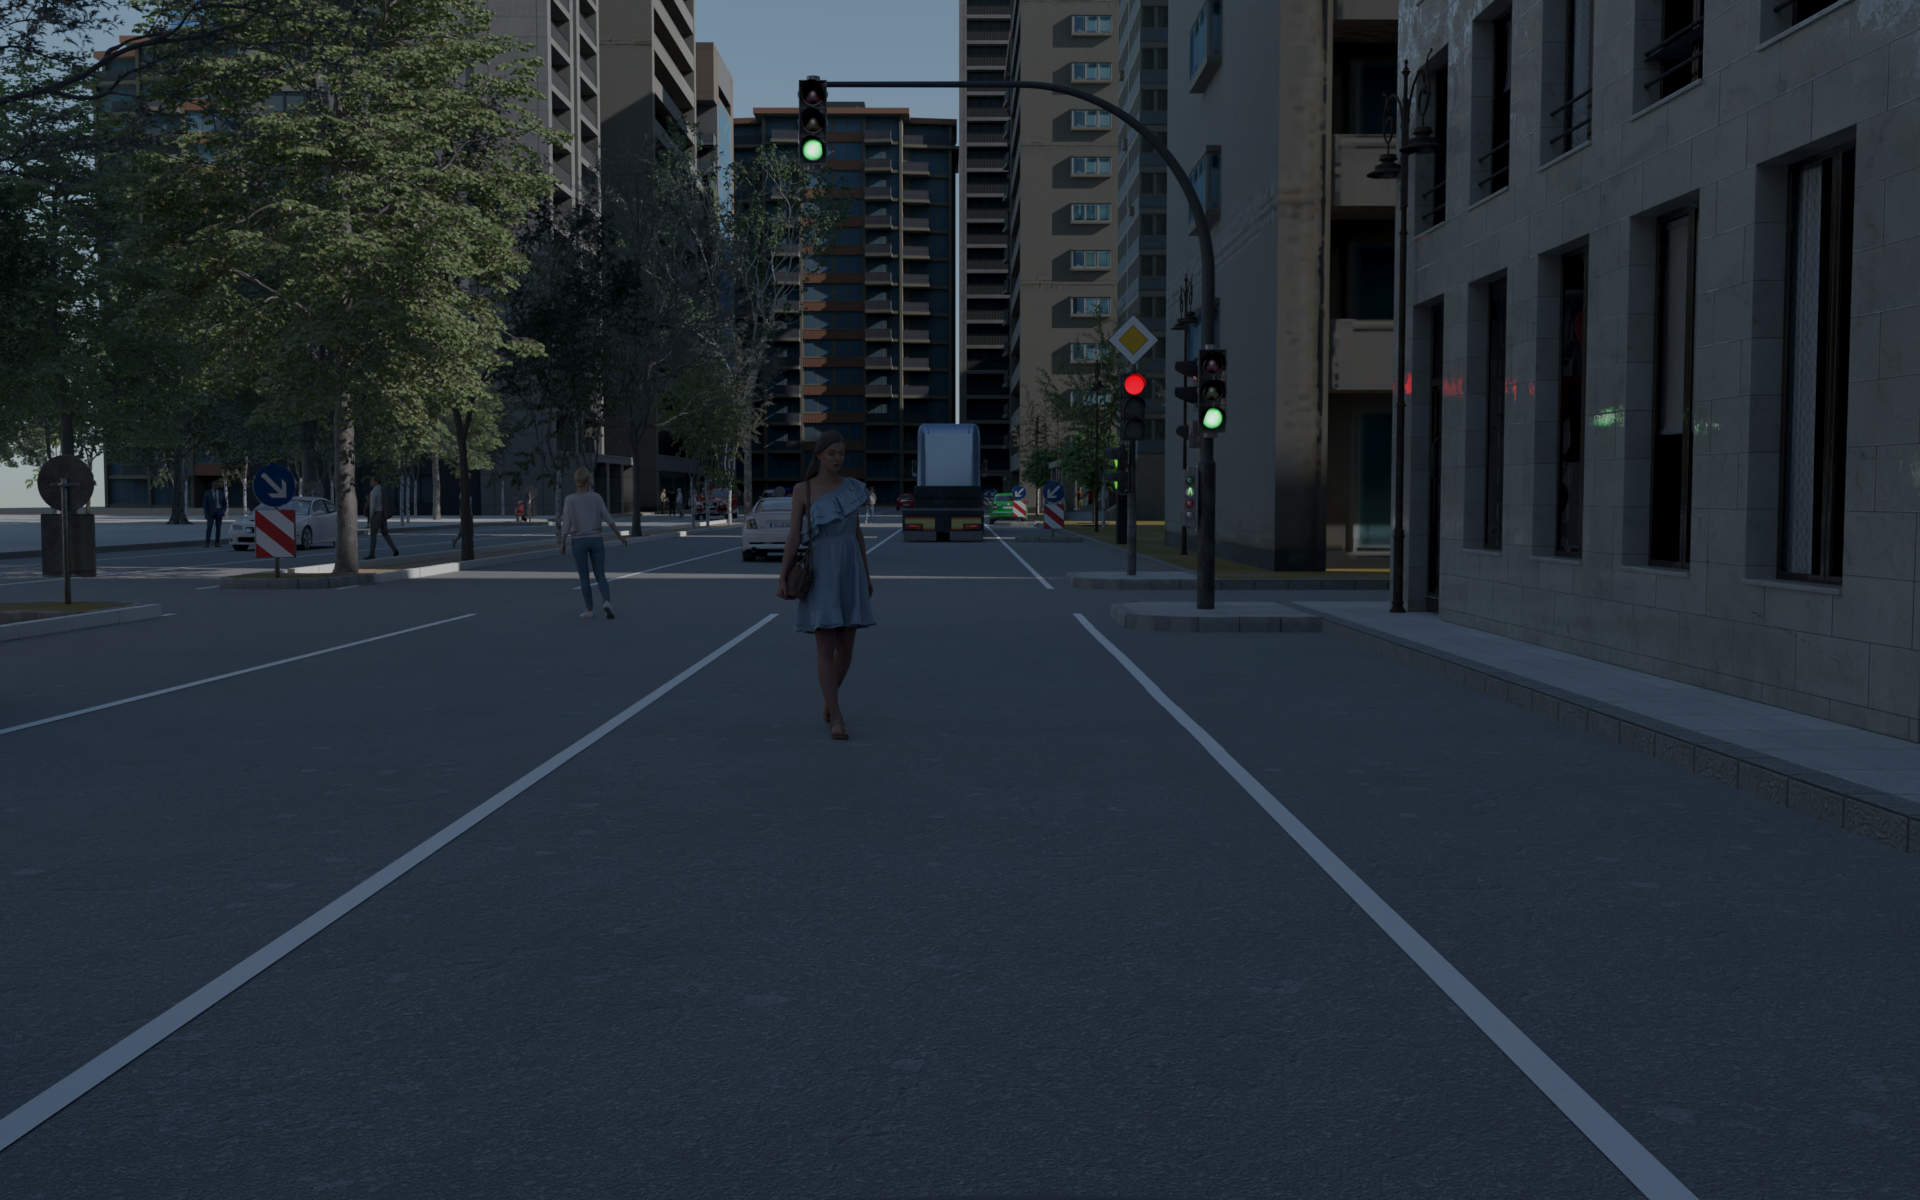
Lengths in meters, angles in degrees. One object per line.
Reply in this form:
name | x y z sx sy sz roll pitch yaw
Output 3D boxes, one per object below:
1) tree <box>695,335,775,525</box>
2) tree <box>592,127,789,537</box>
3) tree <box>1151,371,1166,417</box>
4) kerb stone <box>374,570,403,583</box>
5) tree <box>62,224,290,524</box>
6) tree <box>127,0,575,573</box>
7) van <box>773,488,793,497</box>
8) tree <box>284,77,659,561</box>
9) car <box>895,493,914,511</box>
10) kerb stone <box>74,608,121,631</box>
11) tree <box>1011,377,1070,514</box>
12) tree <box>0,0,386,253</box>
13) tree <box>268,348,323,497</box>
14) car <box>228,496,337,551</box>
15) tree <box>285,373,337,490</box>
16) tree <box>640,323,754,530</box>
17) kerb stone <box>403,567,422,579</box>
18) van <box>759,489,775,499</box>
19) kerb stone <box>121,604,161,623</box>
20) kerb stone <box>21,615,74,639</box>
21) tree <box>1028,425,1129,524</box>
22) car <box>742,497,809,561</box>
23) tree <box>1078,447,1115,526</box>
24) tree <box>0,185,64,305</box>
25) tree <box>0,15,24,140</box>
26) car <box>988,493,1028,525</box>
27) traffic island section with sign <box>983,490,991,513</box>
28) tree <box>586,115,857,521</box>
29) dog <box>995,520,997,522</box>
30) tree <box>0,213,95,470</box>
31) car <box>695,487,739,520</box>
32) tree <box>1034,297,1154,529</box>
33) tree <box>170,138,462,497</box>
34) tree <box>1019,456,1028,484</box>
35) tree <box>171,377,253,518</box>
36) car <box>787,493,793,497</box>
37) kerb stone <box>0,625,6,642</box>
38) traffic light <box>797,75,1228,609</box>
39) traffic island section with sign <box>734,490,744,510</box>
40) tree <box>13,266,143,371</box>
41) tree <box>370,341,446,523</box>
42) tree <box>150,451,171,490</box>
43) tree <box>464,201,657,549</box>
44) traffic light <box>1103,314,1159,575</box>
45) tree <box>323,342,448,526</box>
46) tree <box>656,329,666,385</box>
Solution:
tree | -10.526 -7.719 79.026 4.360 8.622 3.978 0 3 0
tree | -10.871 -8.871 57.866 12.009 13.543 11.850 0 3 0
tree | 10.519 -7.508 73.122 4.360 8.622 3.978 0 3 0
kerb stone | -9.392 -0.372 28.386 0.120 0.150 1.000 0 4 0
tree | -32.994 -9.544 73.054 9.611 12.733 9.660 0 3 0
tree | -10.505 -6.655 29.387 7.486 12.596 7.792 0 3 0
van | -17.421 -10.102 169.554 2.240 2.365 5.245 0 4 -1
tree | -10.504 -6.129 37.077 8.767 10.594 7.601 0 4 0
car | -4.685 -8.768 152.403 2.155 1.783 4.494 0 4 0
kerb stone | -9.359 0.217 18.642 0.120 0.150 1.000 0 4 0
tree | 4.959 -9.744 109.674 4.360 8.622 3.978 0 3 0
tree | -10.119 -6.159 13.522 12.009 13.543 11.850 0 3 0
tree | -33.509 -8.401 87.715 4.737 8.622 4.395 0 3 0
car | -17.529 -2.026 45.489 2.083 1.381 4.827 0 4 -1
tree | -36.423 -9.040 98.163 4.360 8.622 3.978 0 3 0
tree | -10.396 -7.001 67.287 4.737 8.622 4.395 0 3 0
kerb stone | -9.395 -0.441 29.412 0.120 0.150 1.000 0 4 0
van | -16.705 -8.935 153.093 2.013 2.044 4.112 0 4 -1
kerb stone | -9.358 0.155 19.664 0.120 0.150 1.000 0 4 0
kerb stone | -9.354 0.281 17.618 0.120 0.150 1.000 0 4 0
tree | 5.848 -5.597 75.228 4.285 4.588 4.351 0 3 0
car | -3.736 -1.584 38.256 2.083 1.381 4.827 0 4 -1
tree | 5.563 -4.576 69.420 1.663 3.219 1.824 0 3 0
tree | -22.217 -6.164 35.200 8.767 10.594 7.601 0 4 4
tree | -37.475 -12.210 55.530 12.611 20.169 13.585 0 3 0
car | 2.296 -4.511 82.557 1.959 1.807 4.718 0 4 1
traffic island section with sign | 2.293 -9.031 156.279 1.989 1.847 2.006 0 4 0
tree | -11.858 -14.000 87.239 12.611 20.169 13.585 0 3 0
dog | 1.570 -4.202 85.538 0.513 0.831 0.800 2 4 34
tree | -43.028 -10.363 76.092 9.857 13.997 8.962 0 3 0
car | -13.665 -5.418 97.251 2.281 1.827 5.304 0 3 0
tree | 5.181 -6.980 64.491 4.737 8.622 4.395 0 3 0
tree | -22.918 -9.441 61.010 9.857 13.997 8.962 0 3 0
tree | 5.305 -7.418 104.995 4.285 4.588 4.351 0 3 0
tree | -39.256 -8.686 92.377 4.360 8.622 3.978 0 3 0
car | -8.285 -4.993 90.677 2.155 1.783 4.494 0 4 1
kerb stone | -9.353 0.346 16.593 0.120 0.150 1.000 0 4 0
traffic light | 0.629 -2.719 19.123 4.771 5.953 1.251 0 4 0
traffic island section with sign | -20.041 -9.033 156.324 1.989 1.847 2.006 0 4 0
tree | -27.296 -6.242 52.421 4.737 8.622 4.395 0 3 0
tree | -24.947 -7.805 77.967 4.360 8.622 3.978 0 3 0
tree | -44.458 -9.096 99.074 4.360 8.622 3.978 0 3 0
tree | -10.029 -5.528 43.207 4.360 8.622 3.978 0 3 0
traffic light | 2.693 -2.345 27.257 0.839 4.253 0.868 0 4 0
tree | -22.305 -7.261 69.074 4.737 8.622 4.395 0 3 0
tree | -10.311 -5.842 48.331 4.360 8.622 3.978 0 3 0
